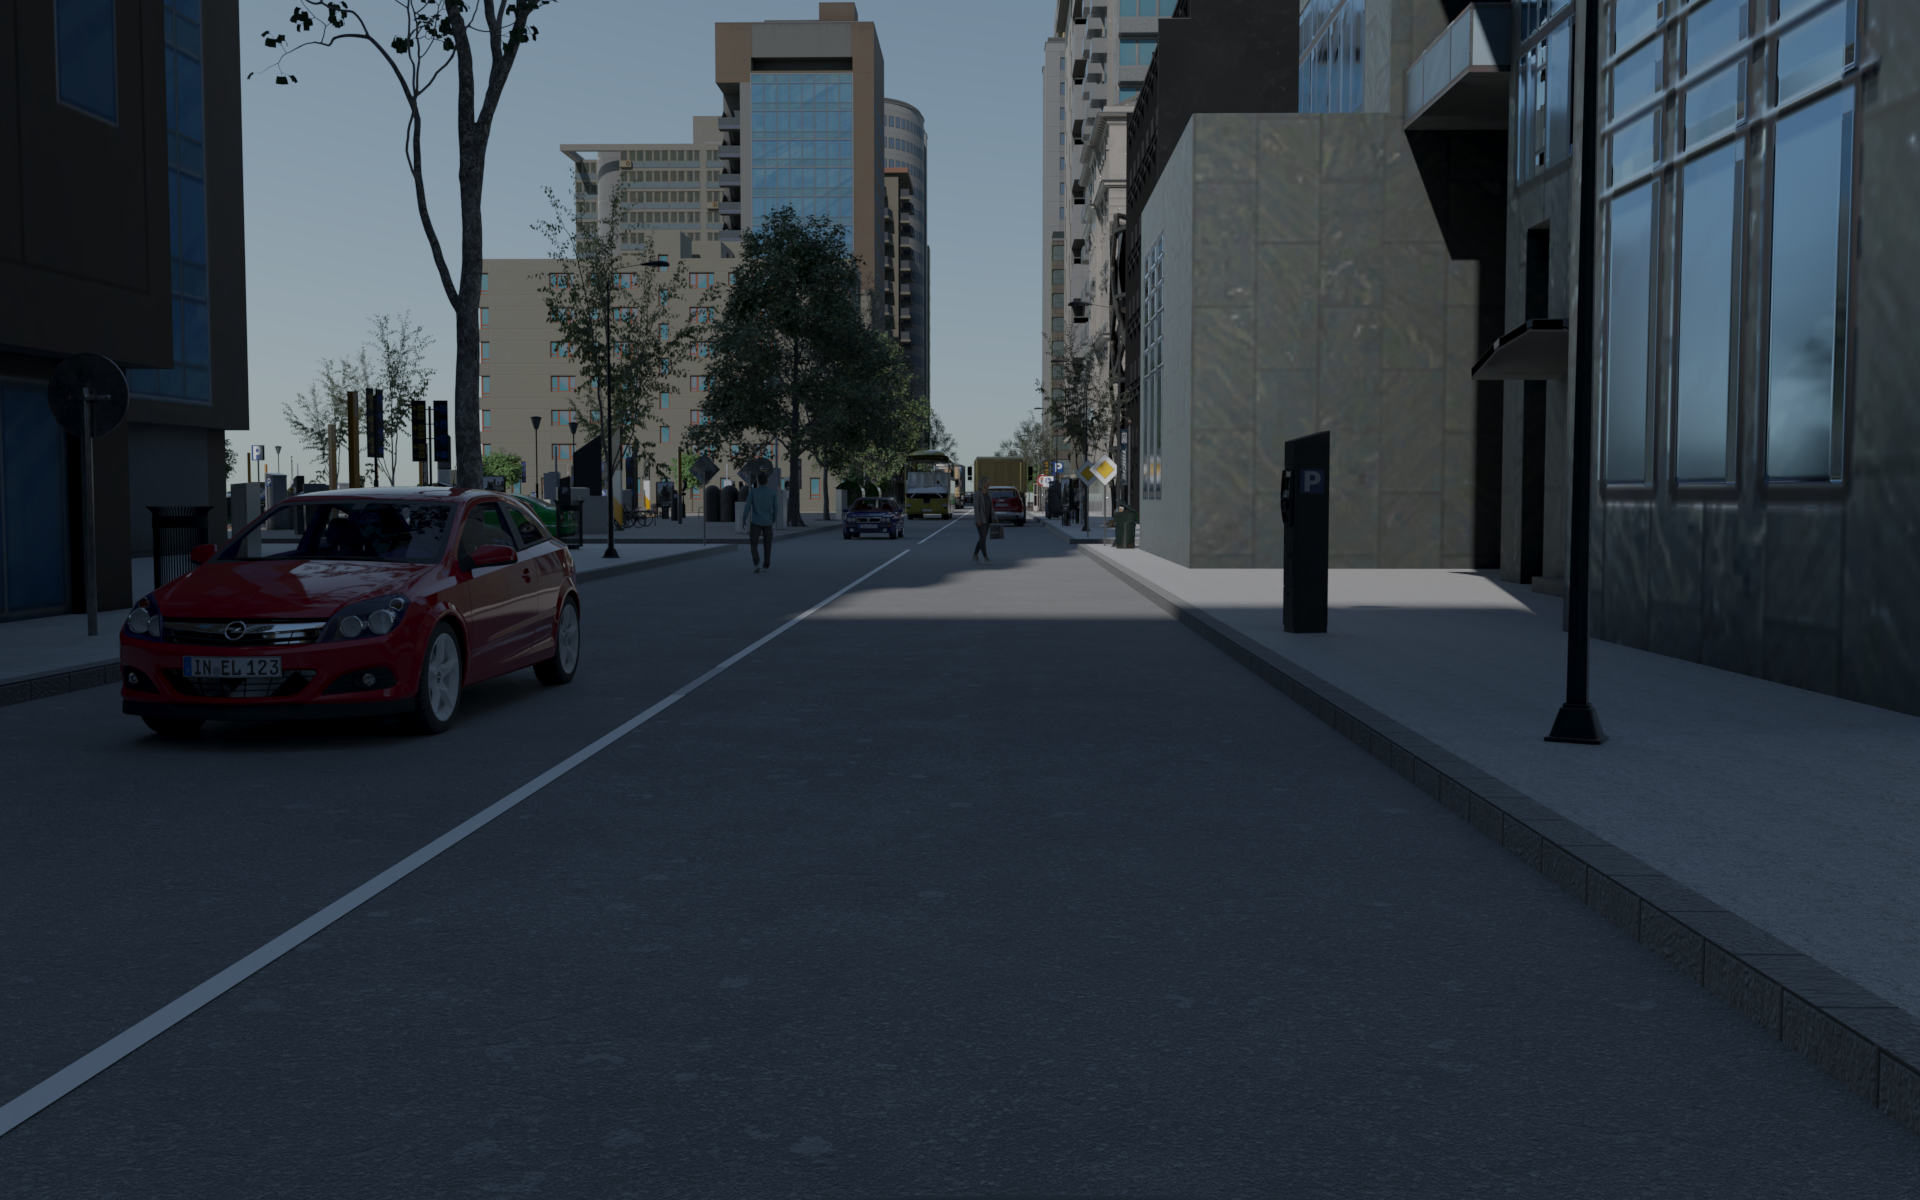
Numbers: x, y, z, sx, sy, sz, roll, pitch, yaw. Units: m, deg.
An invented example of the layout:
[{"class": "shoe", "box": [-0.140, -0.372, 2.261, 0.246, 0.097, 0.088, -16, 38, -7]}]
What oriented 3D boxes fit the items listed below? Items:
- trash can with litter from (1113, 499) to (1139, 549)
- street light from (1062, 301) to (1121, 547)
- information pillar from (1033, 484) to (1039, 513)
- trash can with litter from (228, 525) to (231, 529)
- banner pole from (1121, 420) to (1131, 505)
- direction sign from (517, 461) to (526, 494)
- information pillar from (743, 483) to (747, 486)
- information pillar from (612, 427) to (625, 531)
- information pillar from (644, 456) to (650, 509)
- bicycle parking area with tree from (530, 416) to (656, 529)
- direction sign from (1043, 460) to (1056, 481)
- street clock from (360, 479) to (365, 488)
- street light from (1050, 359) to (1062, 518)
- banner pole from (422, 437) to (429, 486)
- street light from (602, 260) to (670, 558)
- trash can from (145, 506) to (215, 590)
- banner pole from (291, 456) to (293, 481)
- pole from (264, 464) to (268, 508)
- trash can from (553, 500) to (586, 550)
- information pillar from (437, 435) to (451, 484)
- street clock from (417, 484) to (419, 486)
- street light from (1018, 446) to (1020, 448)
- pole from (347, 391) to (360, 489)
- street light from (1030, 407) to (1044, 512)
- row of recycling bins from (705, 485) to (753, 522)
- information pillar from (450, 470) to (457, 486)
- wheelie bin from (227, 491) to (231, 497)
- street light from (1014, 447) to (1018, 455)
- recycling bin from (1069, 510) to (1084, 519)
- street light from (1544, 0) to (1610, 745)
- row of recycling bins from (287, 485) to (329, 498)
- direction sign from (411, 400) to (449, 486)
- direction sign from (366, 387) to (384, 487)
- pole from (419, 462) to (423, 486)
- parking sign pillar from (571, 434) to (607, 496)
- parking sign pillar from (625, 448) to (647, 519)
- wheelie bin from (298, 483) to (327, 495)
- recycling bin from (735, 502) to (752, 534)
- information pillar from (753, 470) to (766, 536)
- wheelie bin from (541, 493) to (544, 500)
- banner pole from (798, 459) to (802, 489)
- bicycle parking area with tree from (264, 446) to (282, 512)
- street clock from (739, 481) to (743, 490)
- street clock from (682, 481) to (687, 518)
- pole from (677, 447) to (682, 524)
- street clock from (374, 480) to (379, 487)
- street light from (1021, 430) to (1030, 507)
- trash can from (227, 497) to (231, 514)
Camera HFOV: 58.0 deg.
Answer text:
[{"class": "trash can with litter", "box": [4.128, -1.792, 40.680, 1.055, 1.170, 0.624, 1, 4, 13]}, {"class": "street light", "box": [3.293, -4.239, 41.844, 1.470, 5.913, 1.316, 0, 4, 1]}, {"class": "information pillar", "box": [5.301, -7.084, 120.321, 0.304, 2.012, 0.304, 2, 4, 26]}, {"class": "trash can with litter", "box": [-27.071, -3.265, 64.443, 2.233, 1.210, 1.678, 1, 4, 10]}, {"class": "banner pole", "box": [5.632, -4.200, 58.684, 0.401, 3.779, 0.863, -1, 4, -21]}, {"class": "direction sign", "box": [-30.370, -7.807, 119.634, 0.876, 3.537, 0.379, 1, 4, 15]}, {"class": "information pillar", "box": [-14.551, -6.854, 116.555, 0.304, 2.012, 0.304, 1, 4, 22]}, {"class": "information pillar", "box": [-11.977, -4.228, 60.475, 0.504, 3.616, 0.183, 3, 4, 36]}, {"class": "information pillar", "box": [-19.270, -7.053, 106.677, 0.504, 3.616, 0.183, 2, 4, 35]}, {"class": "bicycle parking area with tree", "box": [-15.667, -4.868, 66.587, 9.016, 4.147, 8.231, 1, 4, 16]}, {"class": "direction sign", "box": [5.962, -7.550, 115.439, 0.876, 3.537, 0.379, -1, 4, -22]}, {"class": "street clock", "box": [-27.442, -4.578, 79.415, 0.358, 2.002, 0.471, -1, 4, -9]}, {"class": "street light", "box": [3.810, -5.332, 59.719, 1.470, 5.913, 1.316, 0, 4, 1]}, {"class": "banner pole", "box": [-23.052, -5.198, 75.000, 0.401, 3.779, 0.863, 1, 4, 16]}, {"class": "street light", "box": [-6.469, -3.796, 34.600, 1.470, 5.913, 1.316, 0, 4, 1]}, {"class": "trash can", "box": [-9.179, -0.536, 20.417, 0.748, 1.137, 0.748, 0, 3, 0]}, {"class": "banner pole", "box": [-43.764, -7.557, 113.577, 0.401, 3.779, 0.863, -2, 4, -28]}, {"class": "pole", "box": [-47.343, -7.607, 118.214, 0.158, 3.312, 0.155, 0, 3, 0]}, {"class": "trash can", "box": [-9.065, -1.745, 40.191, 0.748, 1.137, 0.748, 0, 3, 0]}, {"class": "information pillar", "box": [-17.372, -4.096, 58.318, 0.504, 3.616, 0.183, -3, 5, -40]}, {"class": "street clock", "box": [-36.981, -6.982, 118.726, 0.471, 2.002, 0.358, 1, 4, 20]}, {"class": "street light", "box": [5.474, -9.976, 135.644, 1.470, 5.913, 1.316, 0, 4, 1]}, {"class": "pole", "box": [-12.027, -2.480, 34.392, 0.158, 3.312, 0.155, 0, 3, 0]}, {"class": "street light", "box": [4.650, -7.358, 92.837, 1.470, 5.913, 1.316, 0, 4, 1]}, {"class": "row of recycling bins", "box": [-10.148, -4.442, 79.741, 3.534, 1.692, 1.069, 1, 4, 16]}, {"class": "information pillar", "box": [-15.199, -2.929, 52.377, 0.304, 2.012, 0.304, 2, 4, 32]}, {"class": "wheelie bin", "box": [-49.090, -6.662, 116.826, 0.693, 1.594, 0.980, -3, 4, -37]}, {"class": "street light", "box": [6.203, -11.998, 168.715, 1.470, 5.913, 1.316, 0, 4, 1]}, {"class": "recycling bin", "box": [6.139, -4.748, 90.180, 0.722, 1.027, 0.722, -3, 4, -37]}, {"class": "street light", "box": [2.673, -2.222, 8.866, 1.470, 5.913, 1.316, 0, 4, 1]}, {"class": "row of recycling bins", "box": [-28.738, -4.266, 76.856, 3.534, 1.692, 1.069, 3, 5, 42]}, {"class": "direction sign", "box": [-12.796, -3.051, 41.876, 0.876, 3.537, 0.379, 0, 4, 0]}, {"class": "direction sign", "box": [-12.573, -2.770, 37.289, 0.379, 3.537, 0.876, 0, 4, 3]}, {"class": "pole", "box": [-26.099, -5.506, 83.861, 0.158, 3.312, 0.155, 0, 3, 0]}, {"class": "parking sign pillar", "box": [-16.706, -5.444, 77.475, 1.447, 3.967, 1.447, -2, 4, -30]}, {"class": "parking sign pillar", "box": [-16.968, -6.184, 89.576, 1.447, 3.967, 1.447, 0, 4, -1]}, {"class": "wheelie bin", "box": [-19.207, -2.667, 51.506, 0.980, 1.594, 0.693, -2, 4, -26]}, {"class": "recycling bin", "box": [-6.705, -2.621, 55.401, 0.722, 1.027, 0.722, -3, 5, -41]}, {"class": "information pillar", "box": [-6.165, -2.985, 53.292, 0.304, 2.012, 0.304, -3, 4, -38]}, {"class": "wheelie bin", "box": [-29.250, -7.037, 122.956, 0.980, 1.594, 0.693, -1, 4, -17]}, {"class": "banner pole", "box": [-10.028, -7.158, 107.050, 0.401, 3.779, 0.863, 2, 4, 34]}, {"class": "bicycle parking area with tree", "box": [-41.298, -6.962, 100.825, 9.016, 4.147, 8.231, 2, 4, 31]}, {"class": "street clock", "box": [-12.369, -5.705, 97.847, 0.358, 2.002, 0.471, -1, 4, -9]}, {"class": "street clock", "box": [-14.850, -5.406, 92.954, 0.358, 2.002, 0.471, -3, 5, -42]}, {"class": "pole", "box": [-12.049, -4.930, 74.451, 0.158, 3.312, 0.155, 0, 3, 0]}, {"class": "street clock", "box": [-29.536, -5.083, 87.673, 0.358, 2.002, 0.471, -1, 4, -15]}, {"class": "street light", "box": [5.327, -9.381, 125.924, 1.470, 5.913, 1.316, 0, 4, 1]}, {"class": "trash can", "box": [-32.168, -3.974, 76.627, 0.748, 1.137, 0.748, 0, 3, 0]}]
